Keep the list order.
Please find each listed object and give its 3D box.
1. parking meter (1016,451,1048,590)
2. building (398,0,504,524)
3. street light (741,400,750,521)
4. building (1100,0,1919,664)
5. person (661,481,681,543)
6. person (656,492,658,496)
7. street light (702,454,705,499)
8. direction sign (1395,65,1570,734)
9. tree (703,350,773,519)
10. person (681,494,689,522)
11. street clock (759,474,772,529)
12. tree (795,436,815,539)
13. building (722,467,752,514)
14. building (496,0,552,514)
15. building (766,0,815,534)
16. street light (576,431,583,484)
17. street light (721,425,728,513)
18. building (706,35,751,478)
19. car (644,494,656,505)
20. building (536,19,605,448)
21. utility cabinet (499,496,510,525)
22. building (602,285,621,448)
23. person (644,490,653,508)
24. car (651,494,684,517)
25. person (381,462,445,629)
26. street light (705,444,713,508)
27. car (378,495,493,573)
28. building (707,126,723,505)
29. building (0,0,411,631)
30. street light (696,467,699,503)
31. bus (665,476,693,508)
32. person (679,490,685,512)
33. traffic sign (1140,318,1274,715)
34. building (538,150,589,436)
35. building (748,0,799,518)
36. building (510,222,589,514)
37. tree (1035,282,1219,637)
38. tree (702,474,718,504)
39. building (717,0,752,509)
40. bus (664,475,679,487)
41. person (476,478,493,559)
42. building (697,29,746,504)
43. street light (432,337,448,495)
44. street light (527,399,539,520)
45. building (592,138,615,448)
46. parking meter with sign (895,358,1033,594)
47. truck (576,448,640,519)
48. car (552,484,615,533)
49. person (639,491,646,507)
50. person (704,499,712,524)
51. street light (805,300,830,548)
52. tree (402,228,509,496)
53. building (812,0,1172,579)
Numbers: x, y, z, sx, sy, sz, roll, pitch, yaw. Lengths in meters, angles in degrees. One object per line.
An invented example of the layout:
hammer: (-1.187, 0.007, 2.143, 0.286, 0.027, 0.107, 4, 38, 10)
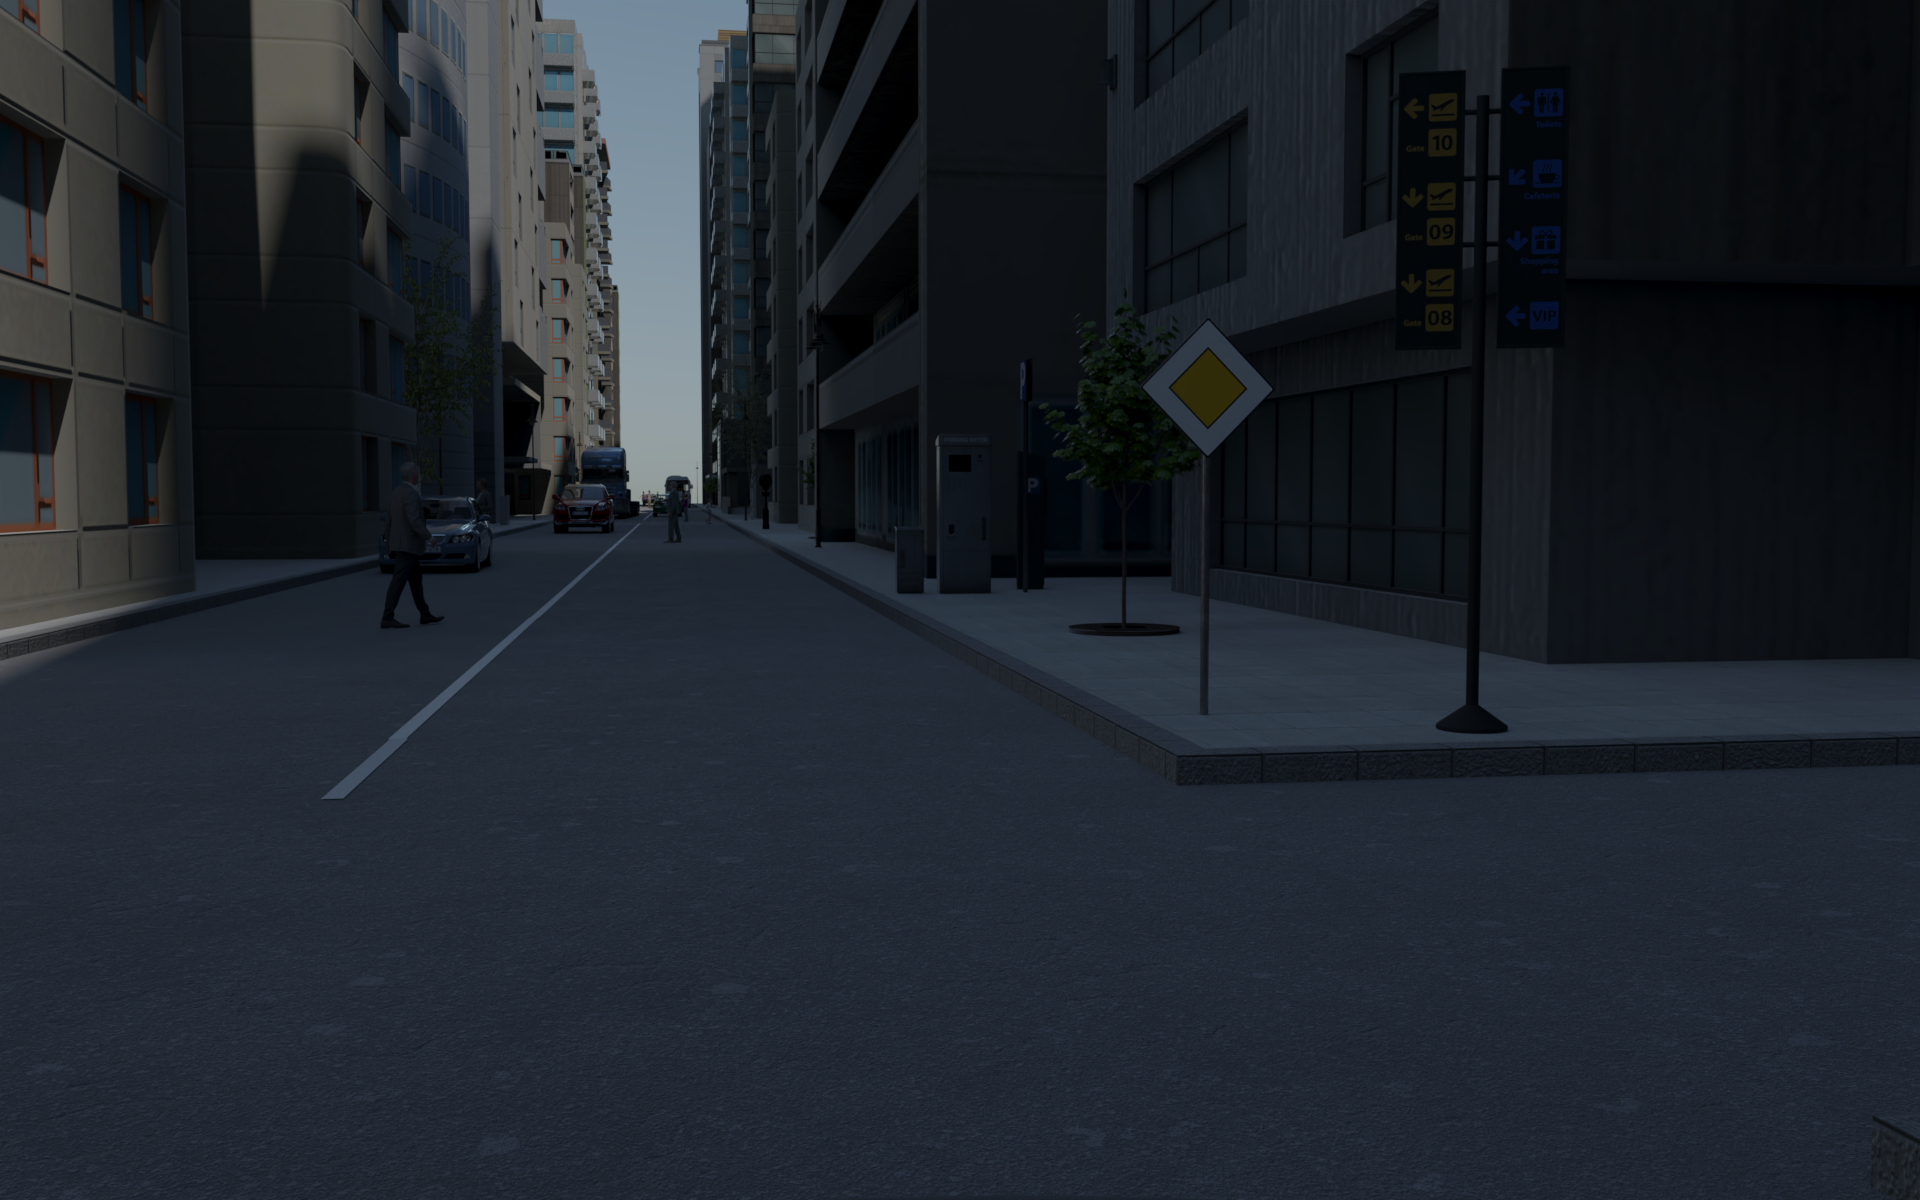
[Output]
parking meter: (0.969, -1.079, 23.347, 0.399, 1.863, 0.255, 0, 4, -5)
building: (-28.662, -31.748, 61.077, 21.231, 58.520, 28.212, -1, 4, -9)
street light: (-10.348, -6.773, 83.526, 0.468, 5.910, 1.993, -1, 4, -9)
building: (9.788, -14.954, 16.206, 14.107, 30.474, 14.160, -1, 4, -9)
person: (-8.524, -2.593, 51.069, 0.590, 1.801, 0.661, 0, 4, -2)
person: (-40.627, -13.665, 232.440, 1.217, 1.766, 0.721, -3, 5, -43)
street light: (-29.486, -13.855, 199.320, 0.468, 5.910, 1.993, -1, 4, -9)
direction sign: (2.789, -1.060, 9.333, 0.876, 3.537, 0.379, 1, 4, 12)
tree: (-10.698, -8.401, 87.721, 4.360, 8.622, 3.978, 0, 3, 0)
person: (-14.214, -4.761, 89.571, 0.599, 1.433, 0.991, -2, 4, -29)
street clock: (-7.084, -3.584, 63.175, 0.358, 2.002, 0.471, 3, 4, 38)
tree: (-3.973, -3.370, 49.699, 1.663, 3.219, 1.824, 0, 3, 0)
building: (0.011, -26.073, 118.180, 32.217, 40.220, 23.993, -1, 4, -9)
building: (-36.939, -30.829, 93.286, 28.713, 52.752, 27.495, -1, 4, -9)
building: (6.729, -13.822, 71.022, 27.650, 21.520, 28.899, -1, 4, -9)
street light: (-27.821, -9.421, 126.824, 0.468, 5.910, 1.993, -1, 4, -9)
street light: (-15.807, -8.790, 116.506, 0.468, 5.910, 1.993, -1, 4, -9)
building: (-15.333, -34.650, 186.137, 23.786, 49.044, 30.456, -1, 4, -9)
car: (-39.366, -12.749, 220.251, 2.131, 1.459, 4.920, -1, 4, -8)
building: (-48.215, -34.119, 177.456, 23.786, 49.044, 30.456, -1, 4, -9)
utility cabinet: (-18.811, -3.692, 71.527, 0.306, 1.237, 1.020, 0, 4, -8)
building: (-52.296, -27.975, 229.096, 14.160, 30.474, 14.107, -1, 4, -9)
person: (-31.398, -10.178, 174.909, 1.348, 1.824, 0.705, 3, 5, 39)
car: (-18.580, -6.009, 110.049, 2.131, 1.459, 4.920, -1, 4, -9)
person: (-5.894, -0.600, 18.705, 0.661, 1.777, 0.834, 3, 5, 42)
street light: (-22.872, -11.391, 159.030, 0.468, 5.910, 1.993, -1, 4, -9)
car: (-9.924, -1.283, 32.987, 2.014, 1.417, 4.499, -1, 4, -11)
building: (-23.062, -34.097, 207.602, 14.600, 45.320, 14.200, -1, 4, -9)
building: (-24.727, -11.060, 25.873, 27.650, 21.520, 28.899, -1, 4, -9)
street light: (-36.615, -16.427, 241.369, 0.468, 5.910, 1.993, -1, 4, -9)
bus: (-30.228, -11.698, 186.119, 2.948, 3.499, 13.247, -1, 4, -8)
person: (-21.587, -7.677, 134.731, 0.721, 1.736, 1.217, -3, 5, -45)
traffic sign: (1.415, -0.389, 10.000, 0.795, 2.450, 0.064, -1, 4, -9)
building: (-38.556, -22.800, 144.482, 14.160, 30.474, 14.107, -1, 4, -9)
building: (-4.928, -19.970, 98.217, 14.160, 30.474, 14.107, -1, 4, -9)
building: (-41.110, -16.975, 122.580, 27.650, 21.520, 28.899, -1, 4, -9)
tree: (1.413, -1.304, 15.921, 1.663, 3.219, 1.824, 0, 3, 0)
tree: (-23.852, -10.512, 166.475, 1.663, 3.219, 1.824, 0, 3, 0)
building: (-8.712, -50.801, 143.263, 22.319, 86.520, 31.000, -1, 4, -9)
bus: (-37.369, -14.440, 227.643, 2.896, 3.916, 12.252, -1, 4, -10)
person: (-10.038, -1.667, 36.299, 0.362, 1.759, 0.519, -3, 5, -44)
building: (-23.677, -41.991, 228.554, 21.231, 58.520, 28.212, -1, 4, -9)
street light: (-15.245, -4.770, 50.776, 0.468, 5.910, 1.993, -1, 4, -9)
street light: (-20.884, -6.847, 84.743, 0.468, 5.910, 1.993, -1, 4, -9)
building: (-52.888, -33.774, 206.824, 22.147, 44.769, 28.867, -1, 4, -9)
parking meter with sign: (0.034, -1.599, 22.407, 1.738, 3.016, 0.543, 0, 4, -7)
truck: (-21.278, -7.106, 105.947, 2.967, 4.110, 18.799, 0, 4, -8)
car: (-14.036, -3.431, 64.776, 2.281, 1.827, 5.304, -1, 4, -9)
person: (-35.009, -11.129, 191.147, 1.217, 1.739, 0.721, 3, 5, 41)
person: (-12.046, -4.245, 82.916, 0.382, 1.210, 0.505, 0, 4, -3)
street light: (-3.402, -4.199, 41.447, 0.468, 5.910, 1.993, -1, 4, -9)
tree: (-14.576, -5.922, 47.191, 4.737, 8.622, 4.395, 0, 3, 0)
building: (8.297, -25.267, 36.817, 21.300, 48.544, 21.600, -1, 4, -9)
